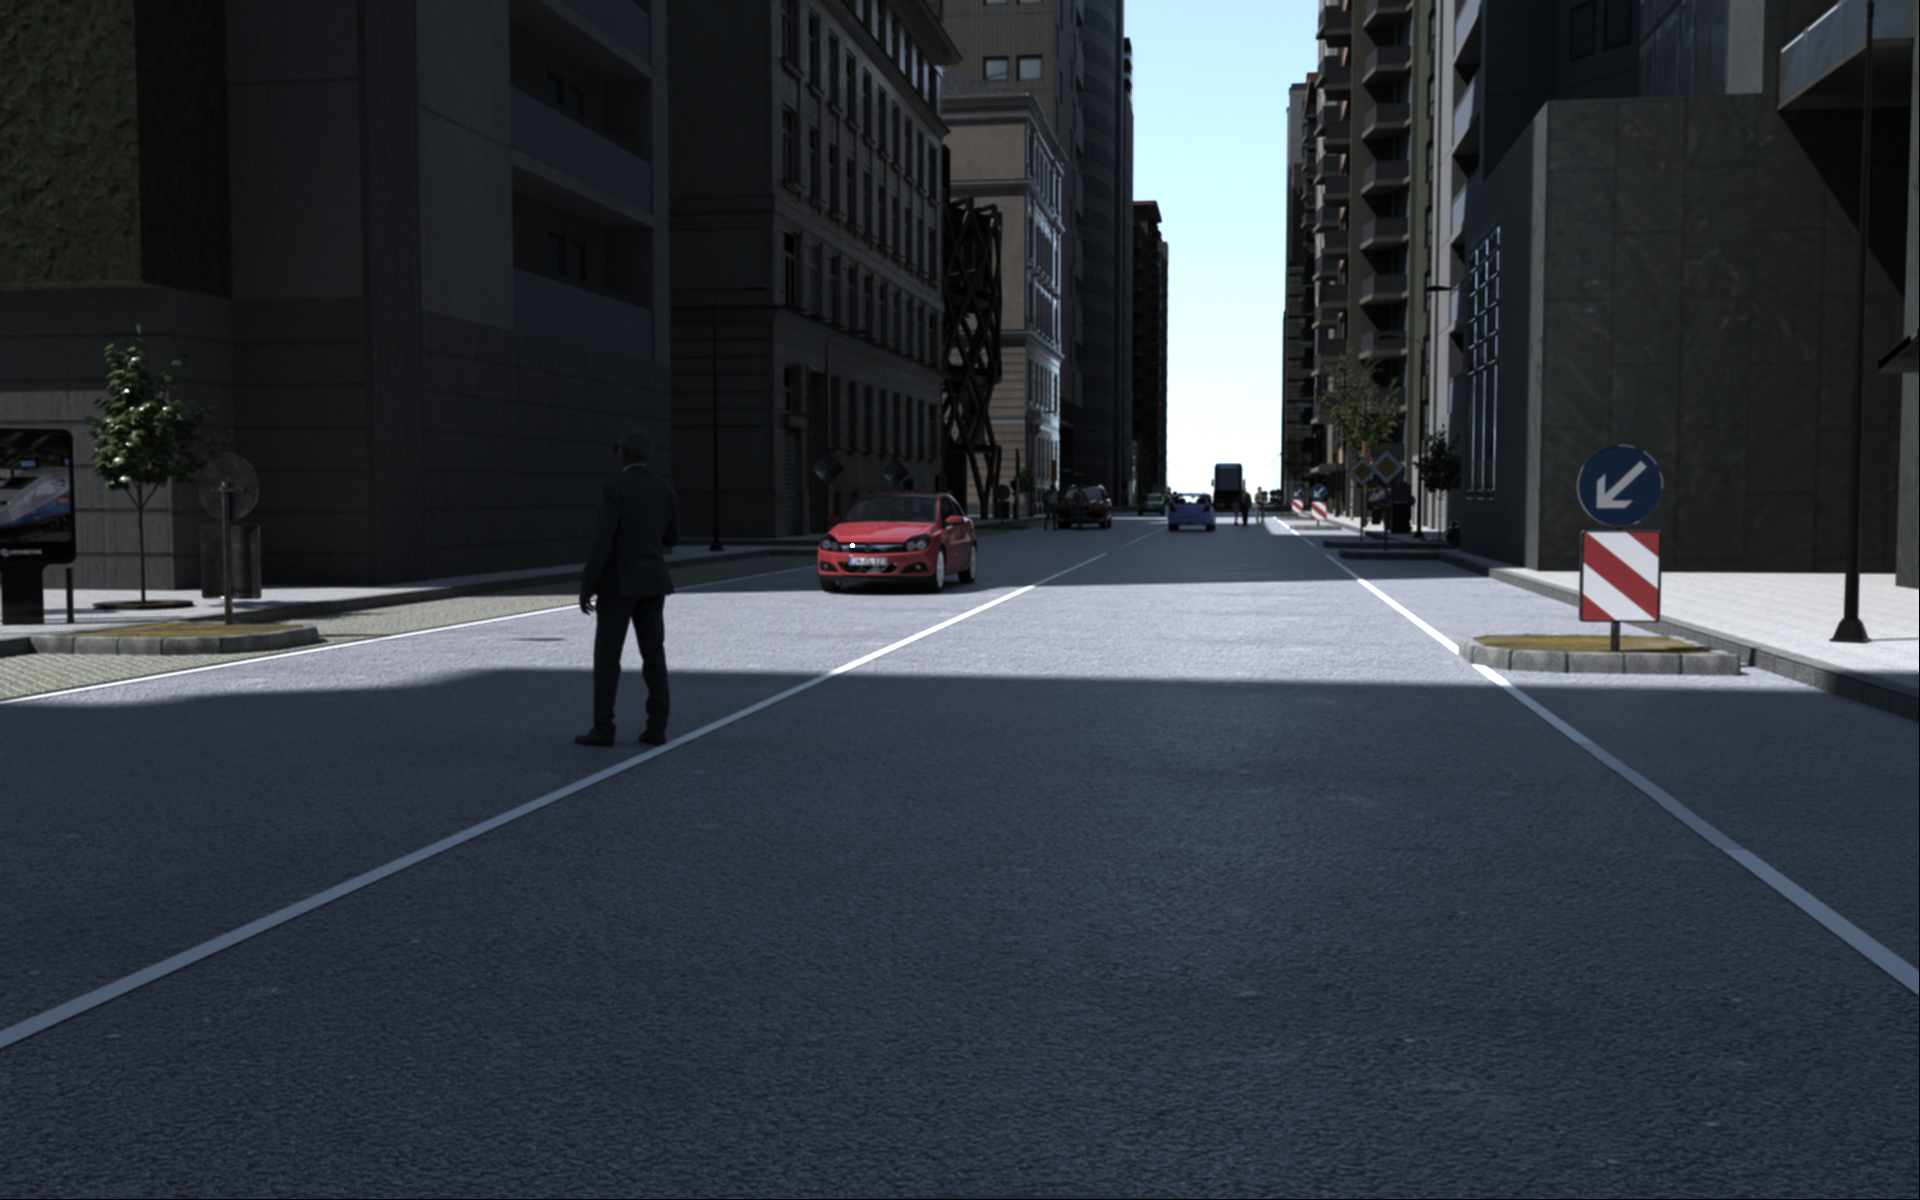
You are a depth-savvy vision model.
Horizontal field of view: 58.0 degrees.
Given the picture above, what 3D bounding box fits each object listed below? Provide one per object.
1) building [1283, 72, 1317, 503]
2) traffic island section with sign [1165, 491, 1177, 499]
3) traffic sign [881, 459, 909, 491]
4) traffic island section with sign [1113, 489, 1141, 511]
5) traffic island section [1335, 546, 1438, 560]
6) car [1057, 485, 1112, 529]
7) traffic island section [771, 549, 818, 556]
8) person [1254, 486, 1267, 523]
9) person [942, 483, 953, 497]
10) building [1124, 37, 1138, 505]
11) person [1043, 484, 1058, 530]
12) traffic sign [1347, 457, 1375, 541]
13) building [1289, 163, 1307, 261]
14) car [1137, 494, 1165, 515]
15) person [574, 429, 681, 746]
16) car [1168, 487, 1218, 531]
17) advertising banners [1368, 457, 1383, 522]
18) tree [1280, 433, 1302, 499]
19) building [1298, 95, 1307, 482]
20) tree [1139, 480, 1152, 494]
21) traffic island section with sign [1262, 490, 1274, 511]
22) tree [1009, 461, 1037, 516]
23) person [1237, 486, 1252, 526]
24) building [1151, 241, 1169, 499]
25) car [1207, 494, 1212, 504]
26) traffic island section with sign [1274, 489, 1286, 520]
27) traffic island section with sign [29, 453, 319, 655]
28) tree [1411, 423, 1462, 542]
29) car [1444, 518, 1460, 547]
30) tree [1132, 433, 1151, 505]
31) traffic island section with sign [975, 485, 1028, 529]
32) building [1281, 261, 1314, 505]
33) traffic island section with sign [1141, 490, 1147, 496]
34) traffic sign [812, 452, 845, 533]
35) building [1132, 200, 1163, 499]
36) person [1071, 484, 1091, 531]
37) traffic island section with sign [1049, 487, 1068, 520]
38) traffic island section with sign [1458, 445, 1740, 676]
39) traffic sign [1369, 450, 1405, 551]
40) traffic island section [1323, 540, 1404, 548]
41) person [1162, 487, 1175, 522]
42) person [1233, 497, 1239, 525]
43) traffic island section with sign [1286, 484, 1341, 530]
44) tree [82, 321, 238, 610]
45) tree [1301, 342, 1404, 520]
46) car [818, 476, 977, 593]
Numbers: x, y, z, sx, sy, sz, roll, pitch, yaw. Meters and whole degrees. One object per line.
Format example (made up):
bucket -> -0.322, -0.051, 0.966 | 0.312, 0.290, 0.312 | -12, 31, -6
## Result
building -> 57.174, -43.168, 247.789 | 21.231, 58.520, 28.212 | 1, 4, 9
traffic island section with sign -> 27.477, -13.489, 229.164 | 1.989, 1.847, 2.006 | 1, 4, 9
traffic sign -> -1.842, -2.773, 48.975 | 0.795, 2.450, 0.064 | 1, 4, 9
traffic island section with sign -> 14.018, -8.436, 146.549 | 1.989, 1.847, 2.006 | 1, 4, 9
traffic island section -> 9.622, -1.028, 39.082 | 2.009, 0.180, 2.903 | 1, 4, 9
car -> 5.261, -3.915, 72.680 | 2.281, 1.827, 5.304 | 1, 4, 8
traffic island section -> -3.151, -1.155, 41.159 | 2.009, 0.180, 2.903 | 1, 4, 9
person -> 14.669, -4.632, 84.437 | 0.606, 1.804, 0.583 | -3, 5, -43
person -> -0.461, -3.075, 58.866 | 0.778, 1.811, 0.616 | -2, 4, -24
building -> 12.108, -55.604, 221.797 | 22.319, 86.520, 31.000 | 1, 4, 9
person -> 3.591, -3.680, 68.777 | 0.679, 1.850, 0.850 | -2, 4, -28
traffic sign -> 10.881, -2.645, 46.890 | 0.795, 2.450, 0.064 | 1, 4, 9
building -> 50.424, -35.335, 227.843 | 14.600, 45.320, 14.200 | 1, 4, 9
car -> 13.072, -6.691, 118.193 | 1.959, 1.807, 4.718 | 0, 4, 8
person -> -1.938, -0.079, 9.968 | 0.590, 1.801, 0.661 | 3, 5, 40
car -> 9.155, -3.584, 68.190 | 1.945, 1.707, 3.694 | 1, 4, 11
advertising banners -> 19.442, -5.144, 80.298 | 0.090, 3.025, 2.074 | -1, 4, -18
tree -> 39.443, -15.478, 203.434 | 4.737, 8.622, 4.395 | 0, 3, 0
building -> 46.591, -32.064, 178.868 | 22.147, 44.769, 28.867 | 1, 4, 9
tree -> 22.733, -13.334, 212.618 | 1.663, 3.219, 1.824 | 0, 3, 0
traffic island section with sign -> 26.565, -8.347, 145.106 | 1.989, 1.847, 2.006 | 1, 4, 9
tree -> 3.599, -6.495, 100.801 | 1.663, 3.219, 1.824 | 0, 3, 0
person -> 12.892, -4.262, 78.582 | 0.661, 1.777, 0.834 | 1, 4, 17
building -> 25.468, -36.093, 273.719 | 14.154, 41.232, 14.086 | 1, 4, 9
car -> 33.456, -13.906, 236.397 | 2.155, 1.783, 4.494 | 1, 4, 9
traffic island section with sign -> 18.606, -5.358, 96.224 | 1.989, 1.847, 2.006 | 1, 4, 9
traffic island section with sign -> -7.199, -0.467, 16.258 | 1.989, 1.847, 2.006 | 1, 4, 9
tree -> 13.060, -3.207, 47.035 | 1.663, 3.219, 1.824 | 0, 3, 0
car -> 14.152, -2.015, 42.734 | 4.222, 1.686, 2.009 | 1, 4, 9
tree -> 20.201, -15.250, 199.699 | 4.360, 8.622, 3.978 | 0, 3, 0
traffic island section with sign -> 1.738, -3.823, 71.128 | 1.989, 1.847, 2.006 | 1, 4, 9
building -> 47.352, -27.055, 214.044 | 14.160, 30.474, 14.107 | 1, 4, 9
traffic island section with sign -> 18.444, -10.100, 173.767 | 1.989, 1.847, 2.006 | 1, 4, 9
traffic sign -> -3.126, -2.291, 41.094 | 0.795, 2.450, 0.064 | 1, 4, 9
building -> 17.975, -36.578, 252.680 | 22.147, 44.769, 28.867 | 1, 4, 9
person -> 4.751, -3.635, 68.054 | 0.709, 1.813, 0.853 | -1, 4, -22
traffic island section with sign -> 6.069, -5.450, 97.734 | 1.989, 1.847, 2.006 | 1, 4, 9
traffic island section with sign -> 5.336, -0.374, 14.748 | 1.989, 1.847, 2.006 | 1, 4, 9
traffic sign -> 9.597, -2.163, 39.008 | 0.795, 2.450, 0.064 | 1, 4, 9
traffic island section -> 10.906, -1.510, 46.963 | 2.009, 0.180, 2.903 | 1, 4, 9
person -> 10.429, -4.746, 86.439 | 0.623, 1.781, 0.721 | -3, 5, -43
person -> 12.768, -4.106, 79.912 | 0.394, 1.301, 0.425 | -2, 4, -35
traffic island section with sign -> 14.268, -3.730, 69.609 | 1.989, 1.847, 2.006 | 1, 4, 9
tree -> -9.230, -1.517, 19.409 | 1.663, 3.219, 1.824 | 0, 3, 0
tree -> 19.405, -8.200, 84.435 | 4.737, 8.622, 4.395 | 0, 3, 0
car -> -0.905, -1.076, 26.633 | 2.155, 1.783, 4.494 | 1, 4, 10
